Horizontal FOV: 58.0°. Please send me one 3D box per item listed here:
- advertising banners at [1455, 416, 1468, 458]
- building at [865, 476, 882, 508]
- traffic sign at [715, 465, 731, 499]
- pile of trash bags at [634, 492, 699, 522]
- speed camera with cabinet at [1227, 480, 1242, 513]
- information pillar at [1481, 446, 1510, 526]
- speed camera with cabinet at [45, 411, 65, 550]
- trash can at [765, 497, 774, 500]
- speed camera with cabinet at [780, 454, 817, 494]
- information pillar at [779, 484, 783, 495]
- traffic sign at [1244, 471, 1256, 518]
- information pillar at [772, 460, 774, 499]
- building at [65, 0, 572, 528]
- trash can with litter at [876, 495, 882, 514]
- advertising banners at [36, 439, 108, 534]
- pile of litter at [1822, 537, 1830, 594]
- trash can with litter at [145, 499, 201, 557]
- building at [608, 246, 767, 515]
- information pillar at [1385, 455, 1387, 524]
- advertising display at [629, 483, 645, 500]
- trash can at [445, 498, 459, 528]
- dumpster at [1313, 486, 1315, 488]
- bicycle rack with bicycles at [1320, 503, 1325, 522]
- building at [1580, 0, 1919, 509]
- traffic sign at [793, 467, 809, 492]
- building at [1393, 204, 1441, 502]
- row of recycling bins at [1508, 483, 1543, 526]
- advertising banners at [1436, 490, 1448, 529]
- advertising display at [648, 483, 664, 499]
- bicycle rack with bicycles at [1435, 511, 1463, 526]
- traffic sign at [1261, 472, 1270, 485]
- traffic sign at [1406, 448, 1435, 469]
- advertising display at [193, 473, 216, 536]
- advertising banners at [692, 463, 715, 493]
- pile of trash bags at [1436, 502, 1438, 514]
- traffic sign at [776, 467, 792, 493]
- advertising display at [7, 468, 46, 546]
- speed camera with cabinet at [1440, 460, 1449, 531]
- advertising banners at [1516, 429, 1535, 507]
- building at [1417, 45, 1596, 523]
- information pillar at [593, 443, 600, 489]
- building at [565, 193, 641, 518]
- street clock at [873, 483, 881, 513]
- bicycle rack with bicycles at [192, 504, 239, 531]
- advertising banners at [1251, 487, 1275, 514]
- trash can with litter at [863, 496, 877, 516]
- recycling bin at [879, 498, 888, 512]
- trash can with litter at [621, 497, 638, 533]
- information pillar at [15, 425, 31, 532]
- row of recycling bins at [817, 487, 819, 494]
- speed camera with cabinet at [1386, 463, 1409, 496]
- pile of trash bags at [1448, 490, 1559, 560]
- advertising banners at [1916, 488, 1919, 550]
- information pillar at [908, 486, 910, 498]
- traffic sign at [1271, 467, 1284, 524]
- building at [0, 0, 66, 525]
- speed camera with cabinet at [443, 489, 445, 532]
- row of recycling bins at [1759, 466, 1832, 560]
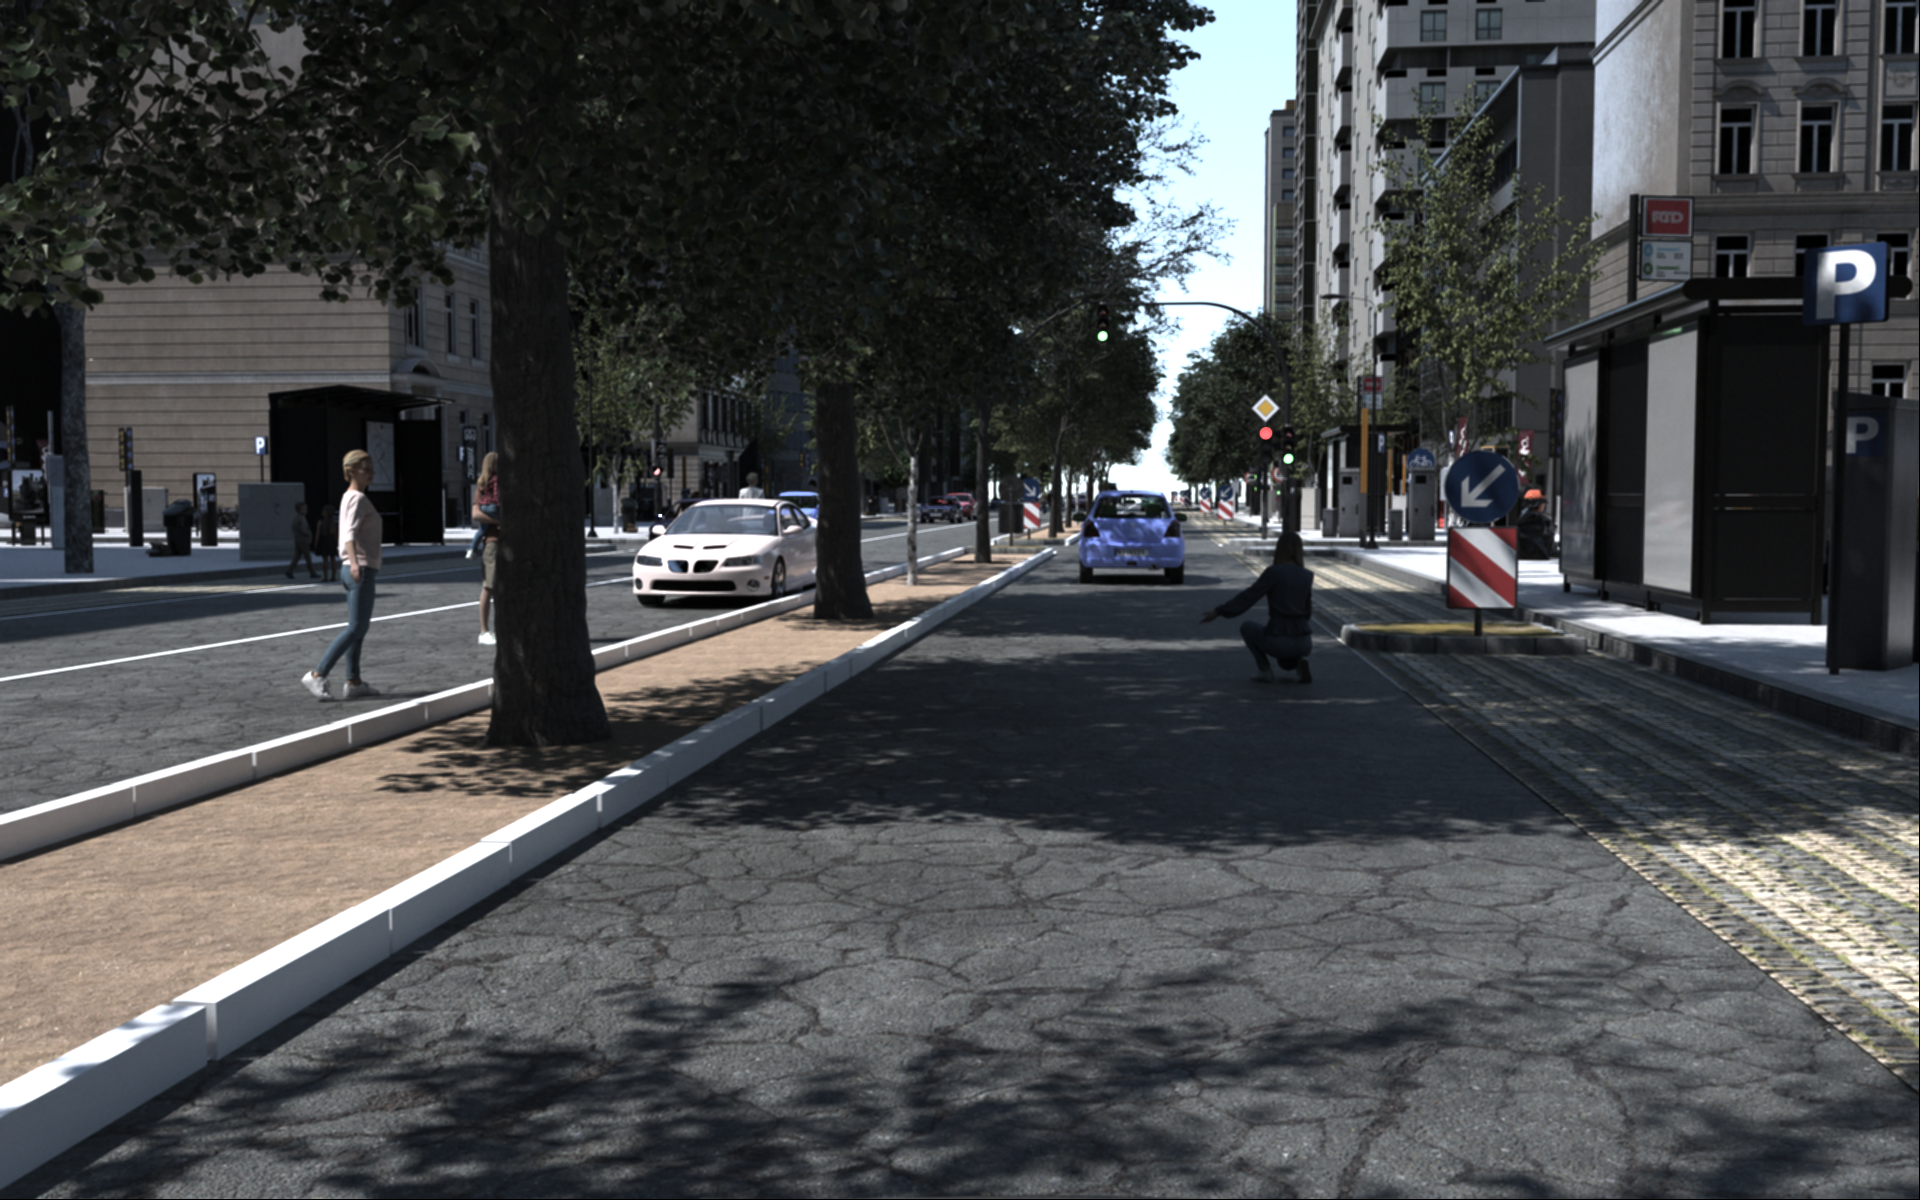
[{"bbox_3d":[11.458,-2.574,38.274,0.090,3.025,2.074,-1,4,-11],"label":"advertising banners"},{"bbox_3d":[-24.491,-29.179,168.951,32.217,40.220,23.993,0,4,6],"label":"building"},{"bbox_3d":[-10.503,-4.677,76.582,0.768,2.556,0.104,1,4,14],"label":"traffic sign"},{"bbox_3d":[-13.760,-4.377,81.312,3.447,1.369,1.912,0,4,-8],"label":"pile of trash bags"},{"bbox_3d":[18.522,-7.494,116.866,0.660,3.252,2.038,1,4,21],"label":"speed camera with cabinet"},{"bbox_3d":[8.227,-1.357,26.674,0.304,2.012,0.304,-1,4,-23],"label":"information pillar"},{"bbox_3d":[-21.137,-2.841,40.786,0.660,3.252,2.038,-2,4,-29],"label":"speed camera with cabinet"},{"bbox_3d":[-10.148,-4.878,91.410,0.748,1.137,0.748,0,3,0],"label":"trash can"},{"bbox_3d":[-7.968,-5.577,85.516,0.660,3.252,2.038,3,5,41],"label":"speed camera with cabinet"},{"bbox_3d":[-12.814,-7.365,124.909,0.304,2.012,0.304,-3,5,-40],"label":"information pillar"},{"bbox_3d":[15.845,-5.763,94.333,0.768,2.556,0.104,1,4,15],"label":"traffic sign"},{"bbox_3d":[-12.659,-7.700,117.250,0.183,3.616,0.504,0,4,-5],"label":"information pillar"},{"bbox_3d":[-26.194,-17.619,73.981,13.634,28.700,20.117,0,4,6],"label":"building"},{"bbox_3d":[-5.855,-6.091,110.649,2.233,1.210,1.678,-1,4,-17],"label":"trash can with litter"},{"bbox_3d":[-28.543,-3.639,55.689,0.090,3.025,2.074,3,5,45],"label":"advertising banners"},{"bbox_3d":[11.017,-0.480,21.812,1.176,0.858,1.719,-1,4,-14],"label":"pile of litter"},{"bbox_3d":[-16.261,-1.491,35.761,0.624,1.170,1.055,1,4,16],"label":"trash can with litter"},{"bbox_3d":[-19.750,-15.390,116.258,10.561,19.102,19.286,0,4,6],"label":"building"},{"bbox_3d":[18.364,-5.137,75.346,0.504,3.616,0.183,-3,4,-36],"label":"information pillar"},{"bbox_3d":[-18.965,-5.912,101.870,0.974,1.923,0.123,1,4,12],"label":"advertising display"},{"bbox_3d":[-19.182,-3.263,65.011,0.748,1.137,0.748,0,3,0],"label":"trash can"},{"bbox_3d":[17.808,-4.959,83.575,1.502,2.255,1.985,0,4,6],"label":"dumpster"},{"bbox_3d":[14.926,-3.371,68.492,2.852,0.926,2.925,2,4,30],"label":"bicycle rack with bicycles"},{"bbox_3d":[36.456,-16.174,61.710,25.104,27.353,12.463,0,4,6],"label":"building"},{"bbox_3d":[-7.403,-4.924,80.615,0.768,2.556,0.104,0,4,8],"label":"traffic sign"},{"bbox_3d":[35.873,-17.347,113.300,12.332,23.373,15.834,0,4,6],"label":"building"},{"bbox_3d":[20.116,-3.427,63.148,3.534,1.692,1.069,-3,5,-40],"label":"row of recycling bins"},{"bbox_3d":[17.767,-4.133,63.756,0.090,3.025,2.074,-2,4,-34],"label":"advertising banners"},{"bbox_3d":[-17.876,-5.912,101.870,0.974,1.923,0.123,-1,4,-11],"label":"advertising display"},{"bbox_3d":[19.404,-3.292,67.206,2.852,0.926,2.925,0,4,2],"label":"bicycle rack with bicycles"},{"bbox_3d":[14.087,-4.778,80.253,0.606,2.300,0.079,1,4,11],"label":"traffic sign"},{"bbox_3d":[12.740,-2.927,47.971,0.768,2.556,0.104,0,4,8],"label":"traffic sign"},{"bbox_3d":[-23.008,-2.910,52.785,0.123,1.923,0.974,1,4,11],"label":"advertising display"},{"bbox_3d":[-15.066,-6.335,99.768,2.074,3.025,0.090,-2,4,-28],"label":"advertising banners"},{"bbox_3d":[23.311,-4.587,84.751,3.447,1.369,1.912,0,4,-7],"label":"pile of trash bags"},{"bbox_3d":[-8.441,-5.066,82.940,0.768,2.556,0.104,1,4,15],"label":"traffic sign"},{"bbox_3d":[-23.284,-2.325,43.229,0.123,1.923,0.974,1,4,22],"label":"advertising display"},{"bbox_3d":[17.322,-3.948,58.882,0.660,3.252,2.038,-2,4,-35],"label":"speed camera with cabinet"},{"bbox_3d":[14.879,-3.151,47.707,0.090,3.025,2.074,-3,4,-39],"label":"advertising banners"},{"bbox_3d":[33.316,-16.579,90.134,14.314,24.678,30.058,0,4,6],"label":"building"},{"bbox_3d":[-15.123,-4.943,72.177,0.183,3.616,0.504,1,4,14],"label":"information pillar"},{"bbox_3d":[-26.182,-13.810,93.239,16.820,18.784,16.811,0,4,6],"label":"building"},{"bbox_3d":[-5.409,-6.645,113.220,0.471,2.002,0.358,3,5,41],"label":"street clock"},{"bbox_3d":[-25.882,-2.912,60.999,2.925,0.926,2.852,-2,4,-33],"label":"bicycle rack with bicycles"},{"bbox_3d":[19.615,-7.026,111.055,2.074,3.025,0.090,0,4,-4],"label":"advertising banners"},{"bbox_3d":[-5.279,-5.472,100.851,0.624,1.170,1.055,-3,4,-39],"label":"trash can with litter"},{"bbox_3d":[-5.544,-6.713,122.316,0.722,1.027,0.722,3,5,43],"label":"recycling bin"},{"bbox_3d":[-10.905,-2.825,57.578,0.624,1.170,1.055,-2,4,-24],"label":"trash can with litter"},{"bbox_3d":[-31.467,-4.086,58.153,0.504,3.616,0.183,-2,4,-28],"label":"information pillar"},{"bbox_3d":[-7.599,-5.580,98.352,1.069,1.692,3.534,-2,4,-28],"label":"row of recycling bins"},{"bbox_3d":[26.473,-6.799,105.495,2.038,3.252,0.660,1,4,12],"label":"speed camera with cabinet"},{"bbox_3d":[11.238,-1.542,34.961,1.912,1.369,3.447,2,4,31],"label":"pile of trash bags"},{"bbox_3d":[19.819,-2.506,37.154,2.074,3.025,0.090,0,4,5],"label":"advertising banners"},{"bbox_3d":[-3.477,-7.955,121.424,0.183,3.616,0.504,2,4,30],"label":"information pillar"},{"bbox_3d":[13.839,-4.573,74.880,0.768,2.556,0.104,1,4,13],"label":"traffic sign"},{"bbox_3d":[-46.096,-14.740,70.671,15.834,23.373,12.332,0,4,6],"label":"building"},{"bbox_3d":[-17.883,-3.836,57.052,0.660,3.252,2.038,2,4,24],"label":"speed camera with cabinet"},{"bbox_3d":[12.697,-1.131,25.613,1.069,1.692,3.534,0,4,8],"label":"row of recycling bins"}]
